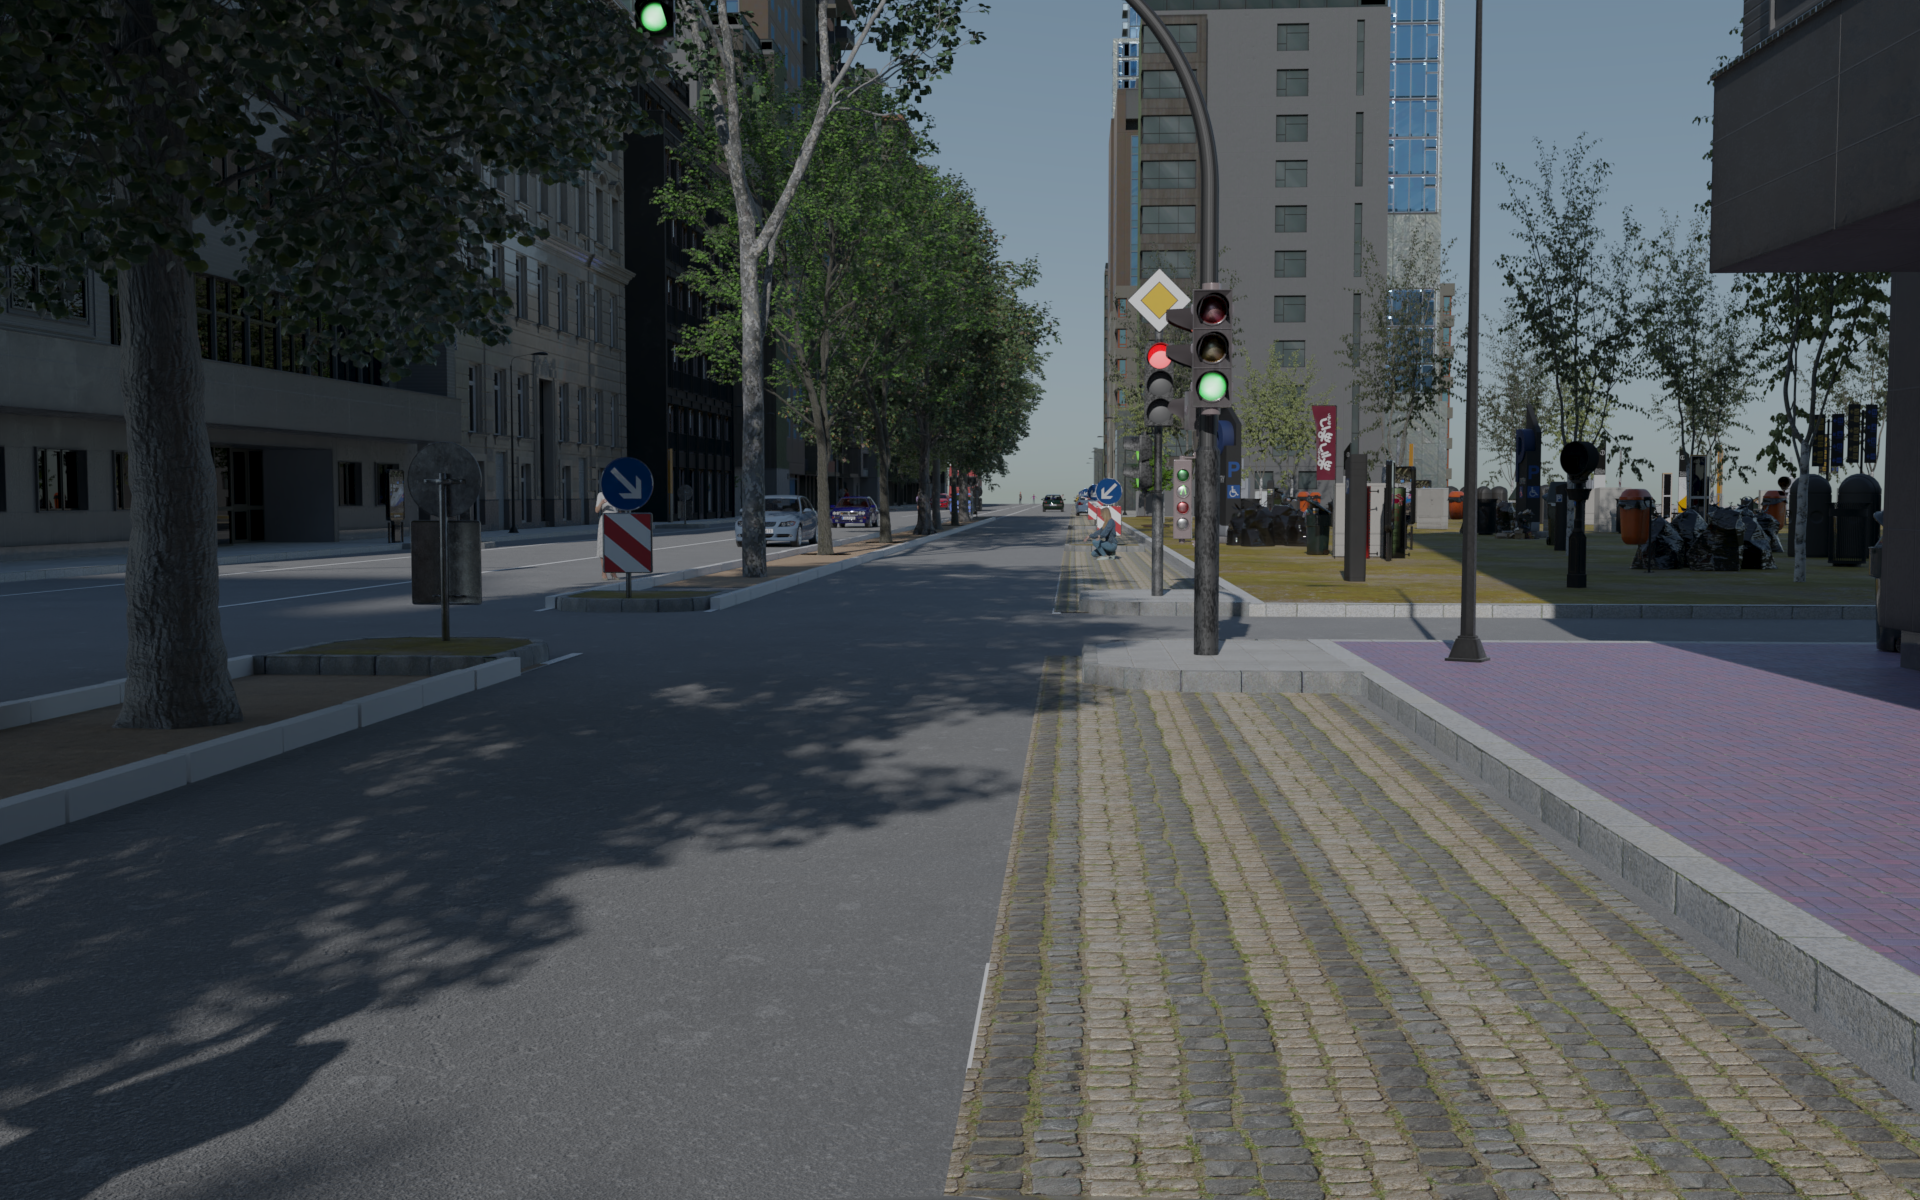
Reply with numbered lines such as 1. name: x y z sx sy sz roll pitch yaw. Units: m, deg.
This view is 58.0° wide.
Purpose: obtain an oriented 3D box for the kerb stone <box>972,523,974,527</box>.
1. kerb stone: 0.388 -3.107 73.046 0.120 0.150 1.000 0 4 4

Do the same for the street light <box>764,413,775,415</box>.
1. street light: -11.302 -7.749 99.229 1.470 5.913 1.316 0 4 4

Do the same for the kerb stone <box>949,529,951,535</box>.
1. kerb stone: -0.497 -2.296 59.740 0.120 0.150 1.000 0 4 4

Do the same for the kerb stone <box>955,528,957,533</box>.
1. kerb stone: -0.285 -2.483 62.801 0.120 0.150 1.000 0 4 4

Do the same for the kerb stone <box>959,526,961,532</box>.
1. kerb stone: -0.156 -2.608 64.844 0.120 0.150 1.000 0 4 4

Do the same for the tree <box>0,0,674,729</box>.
1. tree: -4.839 -6.187 10.268 9.857 13.997 8.962 0 3 0

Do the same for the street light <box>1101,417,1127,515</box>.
1. street light: 9.378 -8.046 104.098 1.470 5.913 1.316 0 4 4

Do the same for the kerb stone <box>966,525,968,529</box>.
1. kerb stone: 0.109 -2.859 68.943 0.120 0.150 1.000 0 4 4

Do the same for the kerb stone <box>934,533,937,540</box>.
1. kerb stone: -0.899 -1.921 53.597 0.120 0.150 1.000 0 4 4

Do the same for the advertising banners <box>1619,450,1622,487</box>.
1. advertising banners: 26.099 -4.401 68.145 0.090 3.025 2.074 2 4 31

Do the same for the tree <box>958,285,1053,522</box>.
1. tree: 0.218 -10.926 87.751 9.857 13.997 8.962 0 3 0

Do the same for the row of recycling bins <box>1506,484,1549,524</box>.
1. row of recycling bins: 25.106 -4.132 74.675 1.069 1.692 3.534 -1 4 -14

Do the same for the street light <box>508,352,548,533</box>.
1. street light: -14.125 -5.146 56.674 1.470 5.913 1.316 0 4 4

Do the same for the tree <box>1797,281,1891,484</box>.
1. tree: 30.039 -6.536 57.222 4.360 8.622 3.978 0 3 0

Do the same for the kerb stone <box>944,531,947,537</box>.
1. kerb stone: -0.622 -2.171 57.692 0.120 0.150 1.000 0 4 4

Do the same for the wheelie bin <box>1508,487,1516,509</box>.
1. wheelie bin: 19.429 -3.185 59.976 0.693 1.594 0.980 -1 4 -16

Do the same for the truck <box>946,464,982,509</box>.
1. truck: 0.459 -9.608 146.000 2.839 4.237 11.283 0 4 3

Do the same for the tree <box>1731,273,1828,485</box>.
1. tree: 18.821 -5.737 44.160 4.360 8.622 3.978 0 3 0

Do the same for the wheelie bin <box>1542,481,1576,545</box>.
1. wheelie bin: 15.028 -2.162 43.259 0.980 1.594 0.693 2 4 34

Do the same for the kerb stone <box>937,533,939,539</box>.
1. kerb stone: -0.832 -1.980 54.625 0.120 0.150 1.000 0 4 4

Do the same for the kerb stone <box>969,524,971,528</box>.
1. kerb stone: 0.249 -2.985 71.003 0.120 0.150 1.000 0 4 4

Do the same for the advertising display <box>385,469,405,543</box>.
1. advertising display: -14.813 -2.460 45.433 0.123 1.923 0.974 0 4 5

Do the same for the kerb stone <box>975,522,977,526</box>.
1. kerb stone: 0.522 -3.235 75.085 0.120 0.150 1.000 0 4 4

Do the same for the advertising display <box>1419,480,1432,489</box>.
1. advertising display: 21.224 -4.534 79.350 0.123 1.923 0.974 -2 4 -26

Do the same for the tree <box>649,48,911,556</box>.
1. tree: -3.250 -6.852 40.250 9.928 11.665 9.643 0 3 0

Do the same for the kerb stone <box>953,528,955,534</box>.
1. kerb stone: -0.351 -2.421 61.781 0.120 0.150 1.000 0 4 4

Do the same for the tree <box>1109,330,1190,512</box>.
1. tree: 8.831 -7.754 77.148 4.737 8.622 4.395 0 3 0

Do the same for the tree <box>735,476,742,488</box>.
1. tree: -13.149 -6.223 96.347 1.663 3.219 1.824 0 3 0

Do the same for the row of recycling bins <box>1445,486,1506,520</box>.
1. row of recycling bins: 26.148 -4.942 87.907 3.534 1.692 1.069 -1 4 -12

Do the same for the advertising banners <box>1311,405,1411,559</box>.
1. advertising banners: 7.909 -2.325 34.199 2.074 3.025 0.090 -1 4 -9

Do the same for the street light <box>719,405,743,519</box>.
1. street light: -11.895 -7.215 90.509 1.470 5.913 1.316 0 4 4

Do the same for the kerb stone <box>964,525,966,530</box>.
1. kerb stone: 0.049 -2.796 67.918 0.120 0.150 1.000 0 4 4

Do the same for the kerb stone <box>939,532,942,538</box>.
1. kerb stone: -0.753 -2.046 55.644 0.120 0.150 1.000 0 4 4

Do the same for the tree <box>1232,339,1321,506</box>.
1. tree: 14.442 -8.113 83.013 4.737 8.622 4.395 0 3 0

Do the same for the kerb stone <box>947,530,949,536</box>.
1. kerb stone: -0.553 -2.222 58.720 0.120 0.150 1.000 0 4 4

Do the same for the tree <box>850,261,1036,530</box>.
1. tree: -0.860 -9.054 68.619 7.486 12.596 7.792 0 3 0

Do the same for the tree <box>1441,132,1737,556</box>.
1. tree: 12.670 -5.199 35.373 4.360 8.622 3.978 0 3 0

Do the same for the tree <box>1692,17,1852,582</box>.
1. tree: 12.474 -4.568 25.043 4.737 8.622 4.395 0 3 0

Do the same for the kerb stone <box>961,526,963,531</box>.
1. kerb stone: -0.086 -2.671 65.867 0.120 0.150 1.000 0 4 4

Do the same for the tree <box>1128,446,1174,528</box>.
1. tree: 7.615 -4.557 69.102 1.663 3.219 1.824 0 3 0

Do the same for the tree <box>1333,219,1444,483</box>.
1. tree: 12.106 -5.938 47.451 4.360 8.622 3.978 0 3 0

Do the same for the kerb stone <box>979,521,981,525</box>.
1. kerb stone: 0.726 -3.422 78.152 0.120 0.150 1.000 0 4 4

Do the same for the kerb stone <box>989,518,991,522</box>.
1. kerb stone: 1.332 -3.985 87.355 0.120 0.150 1.000 0 4 4

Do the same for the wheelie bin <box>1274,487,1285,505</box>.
1. wheelie bin: 14.064 -4.226 77.005 0.693 1.594 0.980 2 4 26

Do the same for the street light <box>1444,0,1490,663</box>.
1. street light: 3.373 -2.488 13.214 1.470 5.913 1.316 0 4 4

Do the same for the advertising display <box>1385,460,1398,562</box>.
1. advertising display: 8.270 -1.718 33.311 0.123 1.923 0.974 1 4 17

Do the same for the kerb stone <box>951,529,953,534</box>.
1. kerb stone: -0.428 -2.356 60.762 0.120 0.150 1.000 0 4 4

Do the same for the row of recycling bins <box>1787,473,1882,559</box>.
1. row of recycling bins: 18.459 -1.677 34.530 3.534 1.692 1.069 2 4 30

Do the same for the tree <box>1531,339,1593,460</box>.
1. tree: 28.202 -7.893 79.417 4.737 8.622 4.395 0 3 0

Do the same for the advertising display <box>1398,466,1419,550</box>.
1. advertising display: 10.239 -2.139 40.186 0.123 1.923 0.974 -1 4 -20

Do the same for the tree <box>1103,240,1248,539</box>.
1. tree: 6.372 -6.056 49.376 4.360 8.622 3.978 0 3 0

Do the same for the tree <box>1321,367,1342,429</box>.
1. tree: 17.251 -8.482 89.037 4.737 8.622 4.395 0 3 0

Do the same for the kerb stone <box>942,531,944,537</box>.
1. kerb stone: -0.699 -2.107 56.666 0.120 0.150 1.000 0 4 4

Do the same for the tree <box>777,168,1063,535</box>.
1. tree: -1.243 -8.595 59.989 9.611 12.733 9.660 0 3 0

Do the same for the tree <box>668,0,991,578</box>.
1. tree: -2.366 -10.385 28.144 12.611 20.169 13.585 0 3 0

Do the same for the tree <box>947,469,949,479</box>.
1. tree: -2.267 -18.805 257.818 4.737 8.622 4.395 0 3 0

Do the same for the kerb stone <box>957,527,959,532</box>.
1. kerb stone: -0.221 -2.546 63.821 0.120 0.150 1.000 0 4 4

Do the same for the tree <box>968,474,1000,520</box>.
1. tree: 0.647 -8.729 95.544 4.360 8.622 3.978 0 3 0
